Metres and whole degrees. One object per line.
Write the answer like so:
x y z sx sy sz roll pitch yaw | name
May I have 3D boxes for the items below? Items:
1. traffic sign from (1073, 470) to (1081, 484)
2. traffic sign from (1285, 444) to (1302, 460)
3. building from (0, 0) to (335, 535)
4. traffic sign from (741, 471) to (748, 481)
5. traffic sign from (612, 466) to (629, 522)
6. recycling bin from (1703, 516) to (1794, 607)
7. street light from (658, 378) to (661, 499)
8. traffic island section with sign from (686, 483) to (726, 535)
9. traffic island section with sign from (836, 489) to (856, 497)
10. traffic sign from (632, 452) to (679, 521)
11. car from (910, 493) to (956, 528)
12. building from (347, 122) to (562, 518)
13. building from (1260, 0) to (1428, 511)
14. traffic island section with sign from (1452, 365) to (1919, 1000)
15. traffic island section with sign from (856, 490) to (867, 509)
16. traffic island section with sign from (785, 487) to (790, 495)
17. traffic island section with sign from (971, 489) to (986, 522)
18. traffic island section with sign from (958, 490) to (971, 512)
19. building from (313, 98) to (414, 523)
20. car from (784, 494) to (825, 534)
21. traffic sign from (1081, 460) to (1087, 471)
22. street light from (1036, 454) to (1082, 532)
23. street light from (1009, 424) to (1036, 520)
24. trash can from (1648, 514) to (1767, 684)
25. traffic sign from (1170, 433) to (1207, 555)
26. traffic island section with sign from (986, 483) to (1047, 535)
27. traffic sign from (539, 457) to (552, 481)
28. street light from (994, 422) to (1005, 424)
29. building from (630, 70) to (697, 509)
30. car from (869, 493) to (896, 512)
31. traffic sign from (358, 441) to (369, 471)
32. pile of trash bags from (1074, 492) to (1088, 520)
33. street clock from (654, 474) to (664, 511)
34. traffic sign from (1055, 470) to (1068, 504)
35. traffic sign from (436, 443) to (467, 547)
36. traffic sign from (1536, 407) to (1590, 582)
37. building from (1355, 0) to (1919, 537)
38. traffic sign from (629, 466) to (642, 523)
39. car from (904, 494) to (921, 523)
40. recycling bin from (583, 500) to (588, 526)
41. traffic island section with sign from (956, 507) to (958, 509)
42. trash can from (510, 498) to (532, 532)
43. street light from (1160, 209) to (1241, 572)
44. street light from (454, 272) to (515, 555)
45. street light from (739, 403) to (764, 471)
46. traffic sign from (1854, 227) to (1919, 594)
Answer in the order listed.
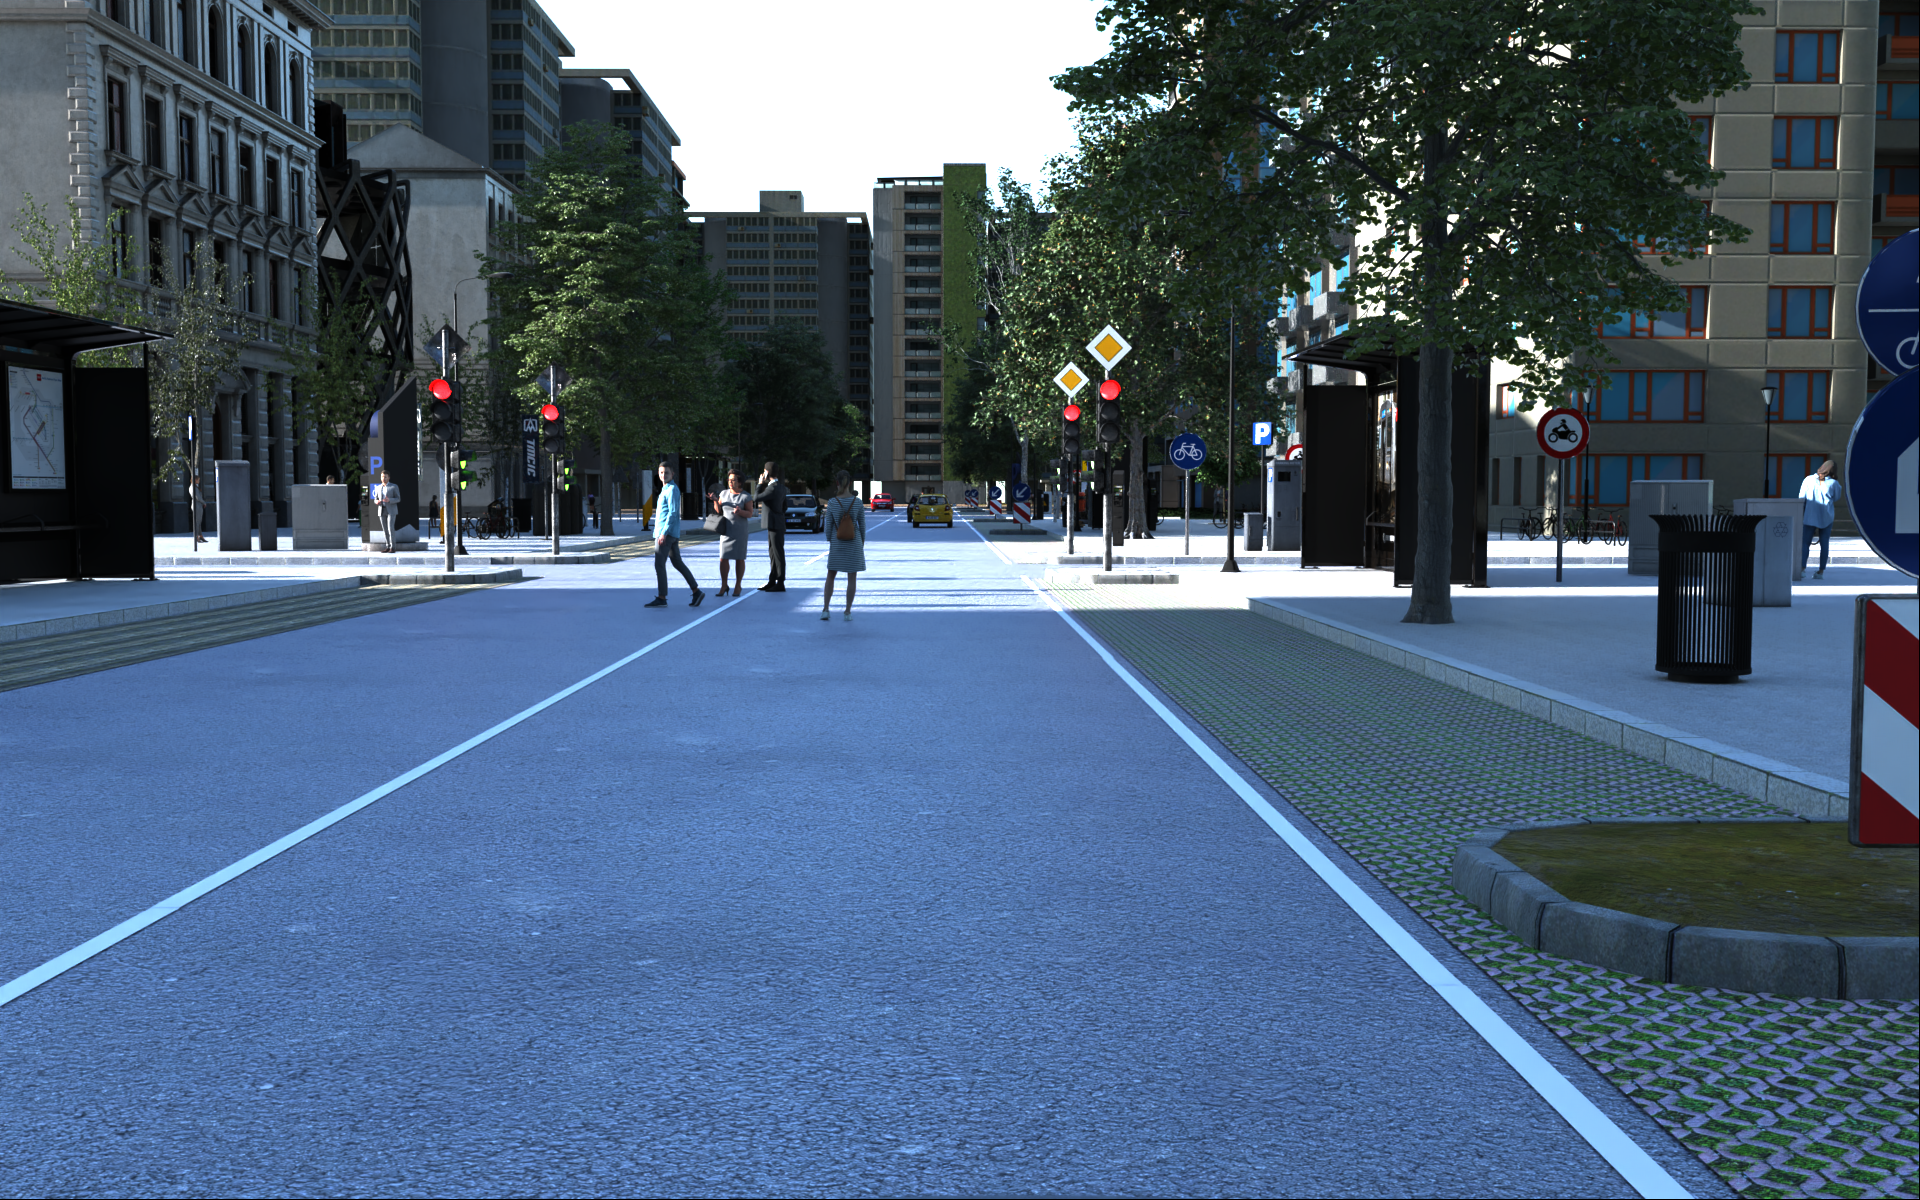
6.043 -5.466 89.469 0.768 2.556 0.104 0 4 3 | traffic sign
8.581 -2.670 43.760 0.768 2.556 0.104 0 4 6 | traffic sign
-30.326 -14.112 59.613 11.050 23.489 19.941 0 4 -1 | building
-12.538 -6.100 99.469 0.795 2.593 0.064 0 4 7 | traffic sign
-15.580 -4.856 79.391 0.884 2.594 0.081 0 4 5 | traffic sign
9.096 -0.456 20.002 0.722 1.027 0.722 0 4 -3 | recycling bin
-10.319 -5.500 62.467 1.470 5.913 1.316 0 4 -1 | street light
-8.578 -3.220 61.275 1.989 1.847 2.006 0 4 -1 | traffic island section with sign
-9.615 -7.990 139.259 1.989 1.847 2.006 0 4 -1 | traffic island section with sign
-14.713 -5.496 83.729 2.265 3.308 0.079 0 4 4 | traffic sign
-1.163 -3.959 74.952 2.015 1.641 3.980 0 4 0 | car
-29.892 -15.412 101.130 9.793 20.994 18.267 0 4 -1 | building
29.822 -29.158 96.339 23.786 49.044 30.456 0 4 -1 | building
2.785 0.172 5.820 1.989 1.847 2.006 0 4 -1 | traffic island section with sign
-9.971 -9.638 166.212 1.989 1.847 2.006 0 4 -1 | traffic island section with sign
-8.932 -4.869 88.228 1.989 1.847 2.006 0 4 -1 | traffic island section with sign
1.682 -4.880 88.421 1.989 1.847 2.006 0 4 -1 | traffic island section with sign
1.016 -7.950 138.605 1.989 1.847 2.006 0 4 -1 | traffic island section with sign
-33.829 -12.881 78.054 16.820 18.784 16.811 0 4 -1 | building
-5.966 -3.316 64.004 2.009 1.686 4.222 0 4 0 | car
7.297 -5.754 87.955 2.265 3.308 0.079 0 4 3 | traffic sign
3.482 -5.303 59.247 1.470 5.913 1.316 0 4 -1 | street light
3.141 -6.897 85.302 1.470 5.913 1.316 0 4 -1 | street light
5.123 -0.016 11.912 0.748 1.137 0.748 0 3 0 | trash can
4.752 -2.206 36.177 0.768 2.556 0.104 0 4 0 | traffic sign
2.041 -3.228 61.406 1.989 1.847 2.006 0 4 -1 | traffic island section with sign
-14.244 -3.608 59.090 0.768 2.556 0.104 0 4 7 | traffic sign
2.791 -8.490 111.357 1.470 5.913 1.316 0 4 -1 | street light
-38.494 -28.429 156.688 23.993 40.220 32.217 0 4 -1 | building
-6.293 -8.081 141.169 2.155 1.783 4.494 0 4 -1 | car
-13.689 -2.468 40.459 0.768 2.556 0.104 0 4 6 | traffic sign
6.132 -4.421 82.029 1.912 1.369 3.447 1 4 19 | pile of trash bags
-11.031 -3.608 63.562 0.358 2.002 0.471 -2 4 -35 | street clock
5.046 -5.190 84.955 0.768 2.556 0.104 0 4 7 | traffic sign
-12.195 -2.536 41.565 0.768 2.556 0.104 0 4 1 | traffic sign
8.768 -1.539 25.270 0.768 2.556 0.104 0 4 4 | traffic sign
32.610 -13.470 65.272 28.899 21.520 27.650 0 4 -1 | building
-14.424 -4.732 77.478 0.768 2.556 0.104 0 4 3 | traffic sign
-1.845 -4.825 88.672 2.009 1.686 4.222 0 4 -1 | car
-15.253 -3.429 68.622 0.722 1.027 0.722 2 4 29 | recycling bin
0.656 -9.598 165.558 1.989 1.847 2.006 0 4 -1 | traffic island section with sign
-14.705 -2.845 58.162 0.748 1.137 0.748 0 3 0 | trash can
3.914 -3.413 28.342 1.470 5.913 1.316 0 4 -1 | street light
-10.024 -3.906 36.406 1.470 5.913 1.316 0 4 -1 | street light
-10.719 -7.094 88.521 1.470 5.913 1.316 0 4 -1 | street light
4.635 -0.500 8.277 0.768 2.556 0.104 0 4 6 | traffic sign
